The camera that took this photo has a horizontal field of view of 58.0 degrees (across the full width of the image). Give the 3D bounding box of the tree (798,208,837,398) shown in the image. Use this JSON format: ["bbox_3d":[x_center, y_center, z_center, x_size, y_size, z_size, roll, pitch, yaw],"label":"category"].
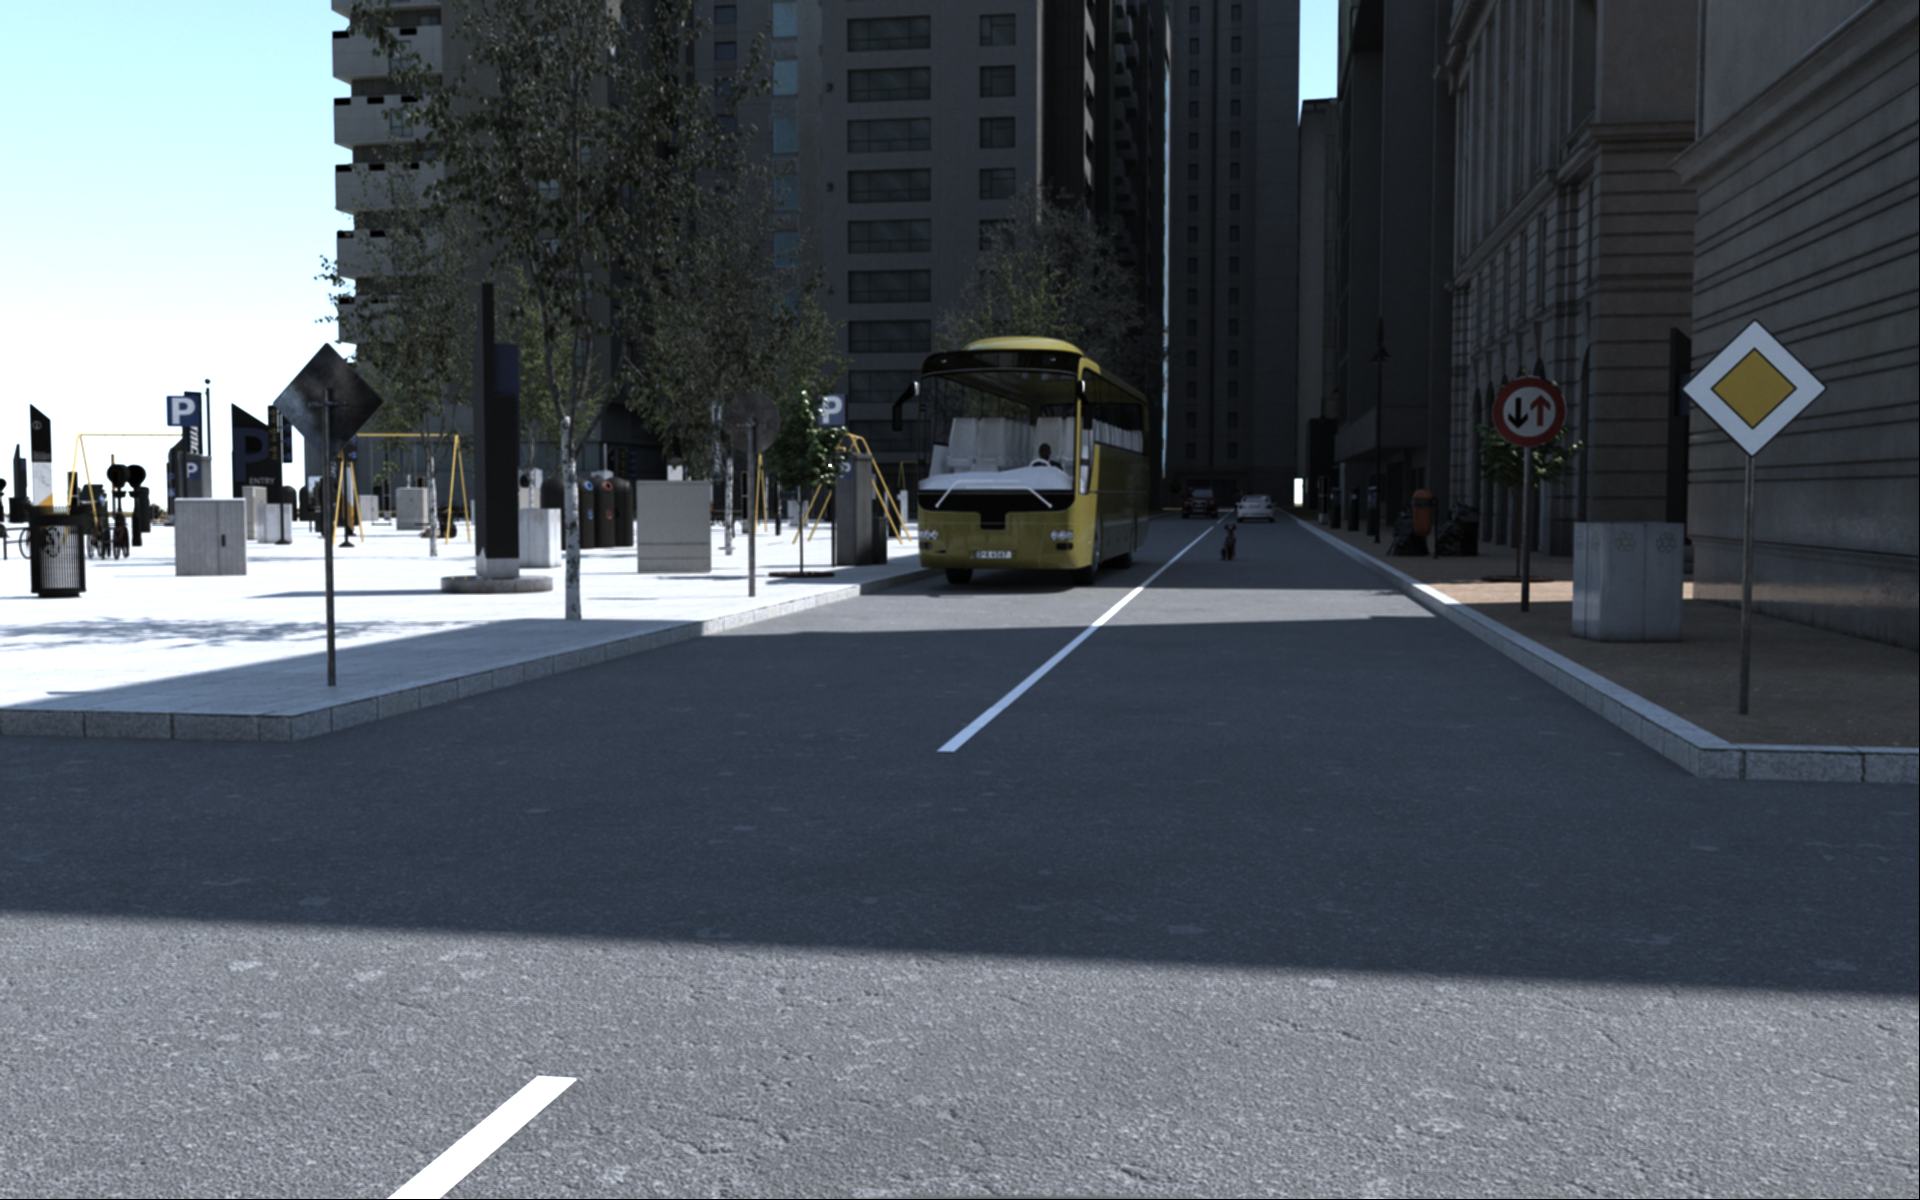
[{"bbox_3d":[-4.769,-5.257,36.315,4.360,8.622,3.978,0,3,0],"label":"tree"}]

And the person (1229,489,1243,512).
[{"bbox_3d":[21.981,-7.894,137.558,1.348,1.826,0.705,-1,4,-18],"label":"person"}]

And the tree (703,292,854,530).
[{"bbox_3d":[-5.961,-6.819,61.858,4.737,8.622,4.395,0,3,0],"label":"tree"}]

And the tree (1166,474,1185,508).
[{"bbox_3d":[20.180,-10.270,162.517,1.663,3.219,1.824,0,3,0],"label":"tree"}]

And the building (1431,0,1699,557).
[{"bbox_3d":[19.124,-12.187,41.060,13.314,21.916,24.055,1,4,10],"label":"building"}]

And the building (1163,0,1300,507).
[{"bbox_3d":[20.276,-38.924,178.403,28.212,58.520,21.231,1,4,10],"label":"building"}]

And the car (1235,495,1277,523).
[{"bbox_3d":[15.006,-4.615,87.815,2.083,1.381,4.827,1,4,10],"label":"car"}]

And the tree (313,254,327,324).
[{"bbox_3d":[-10.834,-5.187,35.175,4.360,8.622,3.978,0,3,0],"label":"tree"}]

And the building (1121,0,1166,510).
[{"bbox_3d":[8.926,-27.802,138.163,14.154,41.232,14.086,1,4,10],"label":"building"}]

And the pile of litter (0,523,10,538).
[{"bbox_3d":[-28.693,-2.245,50.678,1.719,0.858,1.176,-3,5,-41],"label":"pile of litter"}]

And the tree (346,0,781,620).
[{"bbox_3d":[-3.897,-4.091,17.256,4.360,8.622,3.978,0,3,0],"label":"tree"}]

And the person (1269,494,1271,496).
[{"bbox_3d":[22.971,-7.207,129.564,0.421,1.427,0.697,-2,4,-35],"label":"person"}]

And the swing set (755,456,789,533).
[{"bbox_3d":[-5.126,-3.678,57.763,3.119,2.851,2.862,0,4,1],"label":"swing set"}]

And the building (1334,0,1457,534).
[{"bbox_3d":[22.765,-15.226,68.014,14.314,24.678,30.058,1,4,10],"label":"building"}]

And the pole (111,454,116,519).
[{"bbox_3d":[-42.901,-5.744,87.762,0.158,3.312,0.155,0,3,0],"label":"pole"}]

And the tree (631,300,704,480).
[{"bbox_3d":[-10.666,-7.034,65.374,4.737,8.622,4.395,0,3,0],"label":"tree"}]

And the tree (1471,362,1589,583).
[{"bbox_3d":[8.376,-1.889,25.481,1.663,3.219,1.824,0,3,0],"label":"tree"}]

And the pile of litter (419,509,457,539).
[{"bbox_3d":[-15.343,-2.254,50.815,1.176,0.858,1.719,0,4,8],"label":"pile of litter"}]

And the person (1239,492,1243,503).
[{"bbox_3d":[24.374,-8.562,149.960,0.415,1.643,0.593,-3,5,-41],"label":"person"}]

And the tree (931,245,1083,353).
[{"bbox_3d":[1.596,-6.157,51.034,4.737,8.622,4.395,0,3,0],"label":"tree"}]

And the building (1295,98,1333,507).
[{"bbox_3d":[40.669,-29.914,172.688,14.086,41.232,14.154,1,4,10],"label":"building"}]

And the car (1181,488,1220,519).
[{"bbox_3d":[14.195,-5.726,102.292,2.281,1.827,5.304,1,4,9],"label":"car"}]

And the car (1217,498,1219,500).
[{"bbox_3d":[19.203,-7.753,135.801,2.155,1.783,4.494,1,4,11],"label":"car"}]

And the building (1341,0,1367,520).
[{"bbox_3d":[27.261,-24.913,90.918,14.154,41.232,14.086,1,4,10],"label":"building"}]

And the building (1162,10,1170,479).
[{"bbox_3d":[11.065,-30.801,153.714,14.200,45.320,14.600,1,4,10],"label":"building"}]

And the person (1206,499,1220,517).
[{"bbox_3d":[15.485,-6.065,107.677,1.348,1.822,0.705,-1,4,-16],"label":"person"}]

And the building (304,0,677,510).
[{"bbox_3d":[-38.731,-34.553,154.188,27.495,52.752,28.713,1,4,10],"label":"building"}]

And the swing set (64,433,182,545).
[{"bbox_3d":[-21.191,-2.896,44.973,3.119,2.851,2.862,-1,4,-9],"label":"swing set"}]

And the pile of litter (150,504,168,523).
[{"bbox_3d":[-36.019,-3.891,77.587,1.719,0.858,1.176,-1,4,-19],"label":"pile of litter"}]

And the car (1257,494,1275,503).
[{"bbox_3d":[21.072,-6.687,121.330,2.014,1.417,4.499,0,4,8],"label":"car"}]

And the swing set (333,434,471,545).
[{"bbox_3d":[-14.662,-2.908,45.170,3.119,2.851,2.862,0,4,-4],"label":"swing set"}]

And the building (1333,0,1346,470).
[{"bbox_3d":[38.157,-31.837,109.780,28.713,52.752,27.495,1,4,10],"label":"building"}]

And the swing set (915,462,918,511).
[{"bbox_3d":[-1.323,-5.252,83.485,3.119,2.851,2.862,-1,4,-14],"label":"swing set"}]

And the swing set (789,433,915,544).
[{"bbox_3d":[-2.805,-2.950,45.856,2.862,2.851,3.119,0,4,3],"label":"swing set"}]

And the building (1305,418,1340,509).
[{"bbox_3d":[39.947,-50.505,138.421,22.319,86.520,31.000,1,4,10],"label":"building"}]

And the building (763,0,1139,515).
[{"bbox_3d":[0.367,-30.411,116.821,23.786,49.044,30.456,1,4,10],"label":"building"}]

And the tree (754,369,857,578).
[{"bbox_3d":[-2.424,-1.971,26.832,1.663,3.219,1.824,0,3,0],"label":"tree"}]

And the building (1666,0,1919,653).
[{"bbox_3d":[17.759,-10.880,14.043,21.152,22.565,11.583,1,4,10],"label":"building"}]

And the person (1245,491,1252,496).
[{"bbox_3d":[22.378,-7.611,134.408,0.593,1.643,0.415,1,4,9],"label":"person"}]

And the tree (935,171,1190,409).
[{"bbox_3d":[3.576,-9.577,66.952,12.009,13.543,11.850,0,3,0],"label":"tree"}]

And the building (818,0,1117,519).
[{"bbox_3d":[0.863,-19.704,93.867,14.160,30.474,14.107,1,4,10],"label":"building"}]

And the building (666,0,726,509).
[{"bbox_3d":[-10.600,-37.391,153.337,28.212,58.520,21.231,1,4,10],"label":"building"}]
